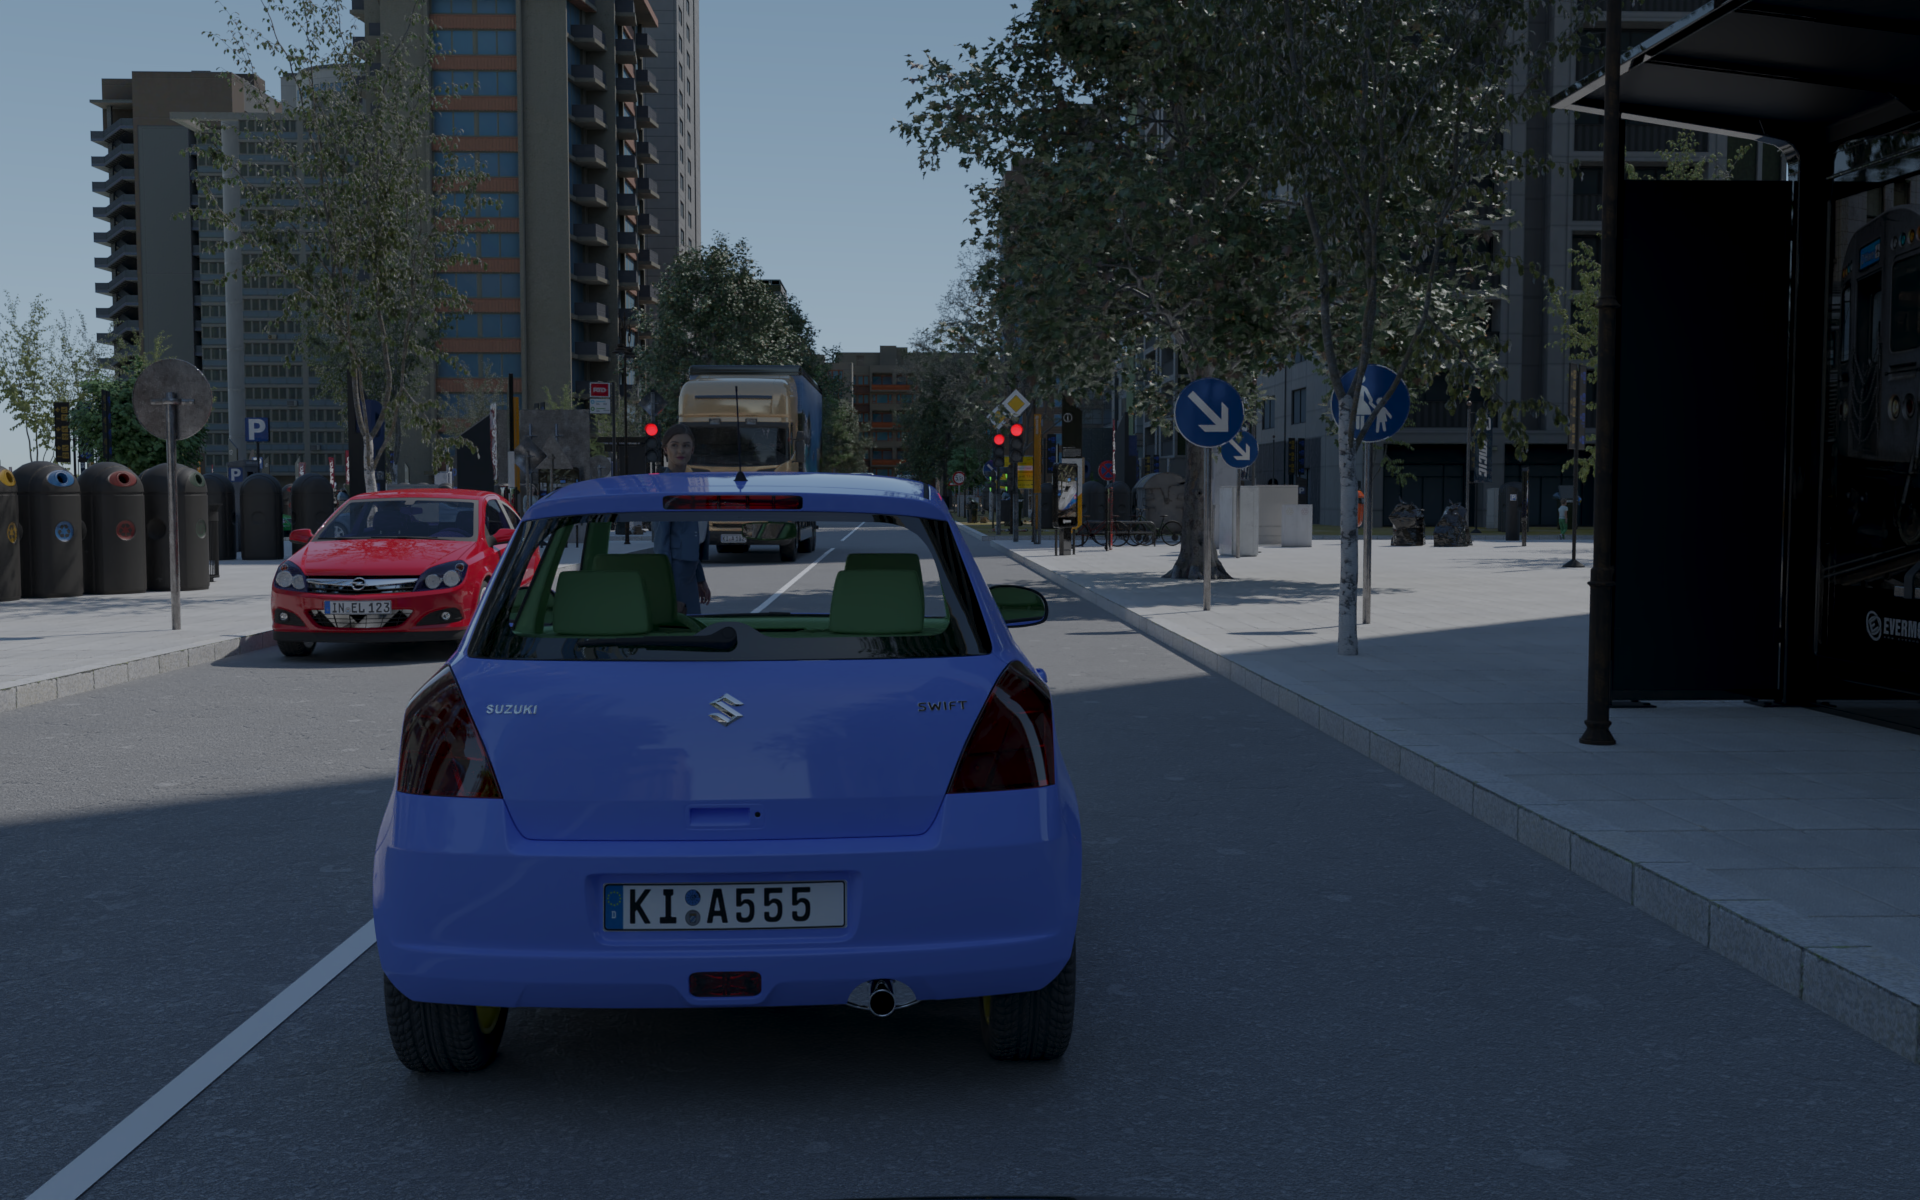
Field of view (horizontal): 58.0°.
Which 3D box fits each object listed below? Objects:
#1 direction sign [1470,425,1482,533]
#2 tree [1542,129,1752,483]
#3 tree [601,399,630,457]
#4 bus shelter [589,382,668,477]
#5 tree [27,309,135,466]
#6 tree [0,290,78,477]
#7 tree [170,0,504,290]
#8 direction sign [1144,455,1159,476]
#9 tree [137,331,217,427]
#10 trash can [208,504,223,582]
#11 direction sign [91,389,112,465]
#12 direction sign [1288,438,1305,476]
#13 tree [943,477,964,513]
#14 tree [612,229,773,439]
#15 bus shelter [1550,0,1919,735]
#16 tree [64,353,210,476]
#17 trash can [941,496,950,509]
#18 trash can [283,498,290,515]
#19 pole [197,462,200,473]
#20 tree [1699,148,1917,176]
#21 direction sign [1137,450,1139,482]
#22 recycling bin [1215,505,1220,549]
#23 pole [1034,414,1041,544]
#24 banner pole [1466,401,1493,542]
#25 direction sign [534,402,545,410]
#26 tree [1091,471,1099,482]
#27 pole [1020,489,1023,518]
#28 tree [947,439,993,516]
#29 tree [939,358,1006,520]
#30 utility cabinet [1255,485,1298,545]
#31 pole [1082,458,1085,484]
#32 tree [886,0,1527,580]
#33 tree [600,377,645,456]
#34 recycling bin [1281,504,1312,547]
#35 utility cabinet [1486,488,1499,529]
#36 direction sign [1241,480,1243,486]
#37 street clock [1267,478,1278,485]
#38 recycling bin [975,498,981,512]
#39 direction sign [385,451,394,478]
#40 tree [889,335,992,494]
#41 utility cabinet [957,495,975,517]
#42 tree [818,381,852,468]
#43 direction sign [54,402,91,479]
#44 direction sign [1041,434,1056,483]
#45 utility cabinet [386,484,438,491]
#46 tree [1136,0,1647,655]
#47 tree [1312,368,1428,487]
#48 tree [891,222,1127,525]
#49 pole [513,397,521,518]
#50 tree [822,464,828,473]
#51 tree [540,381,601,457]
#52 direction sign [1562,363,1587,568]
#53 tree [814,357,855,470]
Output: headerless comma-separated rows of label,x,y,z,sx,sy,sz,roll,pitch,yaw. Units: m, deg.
direction sign,16.968,-3.965,56.831,0.876,3.537,0.379,-3,5,-45
tree,13.823,-5.162,34.754,4.737,8.622,4.395,0,3,0
tree,-25.475,-10.769,126.440,4.737,8.622,4.395,0,3,0
bus shelter,-12.268,-5.328,64.743,2.179,5.291,8.768,0,4,-2
tree,-34.452,-7.221,68.422,4.360,8.622,3.978,0,3,0
tree,-33.442,-6.885,62.926,4.737,8.622,4.395,0,3,0
tree,-7.774,-4.409,22.452,4.360,8.622,3.978,0,3,0
direction sign,11.041,-6.589,99.733,0.876,3.537,0.379,2,4,24
tree,-35.617,-7.747,77.022,4.737,8.622,4.395,0,3,0
trash can,-11.145,-0.833,25.269,0.748,1.137,0.748,0,3,0
direction sign,-18.604,-2.803,37.823,0.379,3.537,0.876,-1,4,-16
direction sign,13.560,-4.764,69.882,0.876,3.537,0.379,-2,4,-33
tree,-0.134,-7.677,120.118,1.663,3.219,1.824,0,3,0
tree,-10.542,-9.697,75.548,9.611,12.733,9.660,0,3,0
bus shelter,4.474,-0.983,7.357,1.731,3.624,6.357,0,4,-2
tree,-19.255,-3.489,40.752,4.285,4.588,4.351,0,3,0
trash can,-1.055,-6.820,123.161,0.748,1.137,0.748,0,3,0
trash can,-24.695,-3.133,62.870,0.748,1.137,0.748,0,3,0
pole,-47.584,-7.002,108.333,0.158,3.312,0.155,0,3,0
tree,14.604,-4.795,28.763,4.360,8.622,3.978,0,3,0
direction sign,9.192,-5.993,89.990,0.379,3.537,0.876,0,4,0
recycling bin,6.256,-1.728,40.802,0.722,1.027,0.722,2,4,33
pole,1.977,-3.080,44.194,0.158,3.312,0.155,0,3,0
banner pole,13.945,-3.469,46.733,0.863,3.779,0.401,1,4,11
direction sign,-10.425,-3.122,43.037,0.379,3.537,0.876,-2,4,-29
tree,9.208,-8.001,125.424,1.663,3.219,1.824,0,3,0
pole,3.358,-6.103,93.620,0.158,3.312,0.155,0,3,0
tree,0.703,-7.314,103.299,4.285,4.588,4.351,0,3,0
tree,1.359,-8.346,86.824,4.360,8.622,3.978,0,3,0
utility cabinet,7.808,-2.110,43.183,1.173,1.500,0.318,-1,4,-11
pole,6.844,-6.288,96.659,0.158,3.312,0.155,0,3,0
tree,3.693,-6.662,25.927,9.611,12.733,9.660,0,3,0
tree,-20.203,-9.540,106.338,4.360,8.622,3.978,0,3,0
recycling bin,8.185,-1.806,42.082,0.722,1.027,0.722,1,4,11
utility cabinet,19.730,-3.370,63.784,0.318,1.500,1.173,3,4,36
direction sign,6.435,-2.907,39.525,0.379,3.537,0.876,1,4,14
street clock,14.160,-4.521,78.493,0.471,2.002,0.358,0,4,-2
recycling bin,1.113,-7.022,127.363,0.722,1.027,0.722,1,4,13
direction sign,-29.873,-6.025,90.498,0.876,3.537,0.379,-1,4,-14
tree,-1.845,-21.068,200.347,12.611,20.169,13.585,0,3,0
utility cabinet,0.355,-5.375,99.048,1.020,1.237,0.306,0,4,4
tree,-11.749,-12.093,132.138,7.601,10.594,8.767,-1,4,-19
direction sign,-21.816,-3.101,42.705,0.876,3.537,0.379,-1,4,-9
direction sign,3.202,-4.497,65.518,0.876,3.537,0.379,1,4,15
utility cabinet,-12.375,-1.857,39.047,1.173,1.500,0.318,-3,4,-38
tree,3.102,-3.852,13.343,4.360,8.622,3.978,0,3,0
tree,14.415,-6.752,60.756,4.737,8.622,4.395,0,3,0
tree,2.380,-9.948,73.022,12.009,13.543,11.850,0,3,0
pole,-9.355,-2.608,36.486,0.158,3.312,0.155,0,3,0
tree,-12.318,-9.588,140.473,4.285,4.588,4.351,0,3,0
tree,-26.142,-9.942,112.918,4.737,8.622,4.395,0,3,0
direction sign,10.748,-2.338,30.229,0.379,3.537,0.876,3,4,37
tree,-11.827,-11.939,120.950,9.928,11.665,9.643,0,3,0
